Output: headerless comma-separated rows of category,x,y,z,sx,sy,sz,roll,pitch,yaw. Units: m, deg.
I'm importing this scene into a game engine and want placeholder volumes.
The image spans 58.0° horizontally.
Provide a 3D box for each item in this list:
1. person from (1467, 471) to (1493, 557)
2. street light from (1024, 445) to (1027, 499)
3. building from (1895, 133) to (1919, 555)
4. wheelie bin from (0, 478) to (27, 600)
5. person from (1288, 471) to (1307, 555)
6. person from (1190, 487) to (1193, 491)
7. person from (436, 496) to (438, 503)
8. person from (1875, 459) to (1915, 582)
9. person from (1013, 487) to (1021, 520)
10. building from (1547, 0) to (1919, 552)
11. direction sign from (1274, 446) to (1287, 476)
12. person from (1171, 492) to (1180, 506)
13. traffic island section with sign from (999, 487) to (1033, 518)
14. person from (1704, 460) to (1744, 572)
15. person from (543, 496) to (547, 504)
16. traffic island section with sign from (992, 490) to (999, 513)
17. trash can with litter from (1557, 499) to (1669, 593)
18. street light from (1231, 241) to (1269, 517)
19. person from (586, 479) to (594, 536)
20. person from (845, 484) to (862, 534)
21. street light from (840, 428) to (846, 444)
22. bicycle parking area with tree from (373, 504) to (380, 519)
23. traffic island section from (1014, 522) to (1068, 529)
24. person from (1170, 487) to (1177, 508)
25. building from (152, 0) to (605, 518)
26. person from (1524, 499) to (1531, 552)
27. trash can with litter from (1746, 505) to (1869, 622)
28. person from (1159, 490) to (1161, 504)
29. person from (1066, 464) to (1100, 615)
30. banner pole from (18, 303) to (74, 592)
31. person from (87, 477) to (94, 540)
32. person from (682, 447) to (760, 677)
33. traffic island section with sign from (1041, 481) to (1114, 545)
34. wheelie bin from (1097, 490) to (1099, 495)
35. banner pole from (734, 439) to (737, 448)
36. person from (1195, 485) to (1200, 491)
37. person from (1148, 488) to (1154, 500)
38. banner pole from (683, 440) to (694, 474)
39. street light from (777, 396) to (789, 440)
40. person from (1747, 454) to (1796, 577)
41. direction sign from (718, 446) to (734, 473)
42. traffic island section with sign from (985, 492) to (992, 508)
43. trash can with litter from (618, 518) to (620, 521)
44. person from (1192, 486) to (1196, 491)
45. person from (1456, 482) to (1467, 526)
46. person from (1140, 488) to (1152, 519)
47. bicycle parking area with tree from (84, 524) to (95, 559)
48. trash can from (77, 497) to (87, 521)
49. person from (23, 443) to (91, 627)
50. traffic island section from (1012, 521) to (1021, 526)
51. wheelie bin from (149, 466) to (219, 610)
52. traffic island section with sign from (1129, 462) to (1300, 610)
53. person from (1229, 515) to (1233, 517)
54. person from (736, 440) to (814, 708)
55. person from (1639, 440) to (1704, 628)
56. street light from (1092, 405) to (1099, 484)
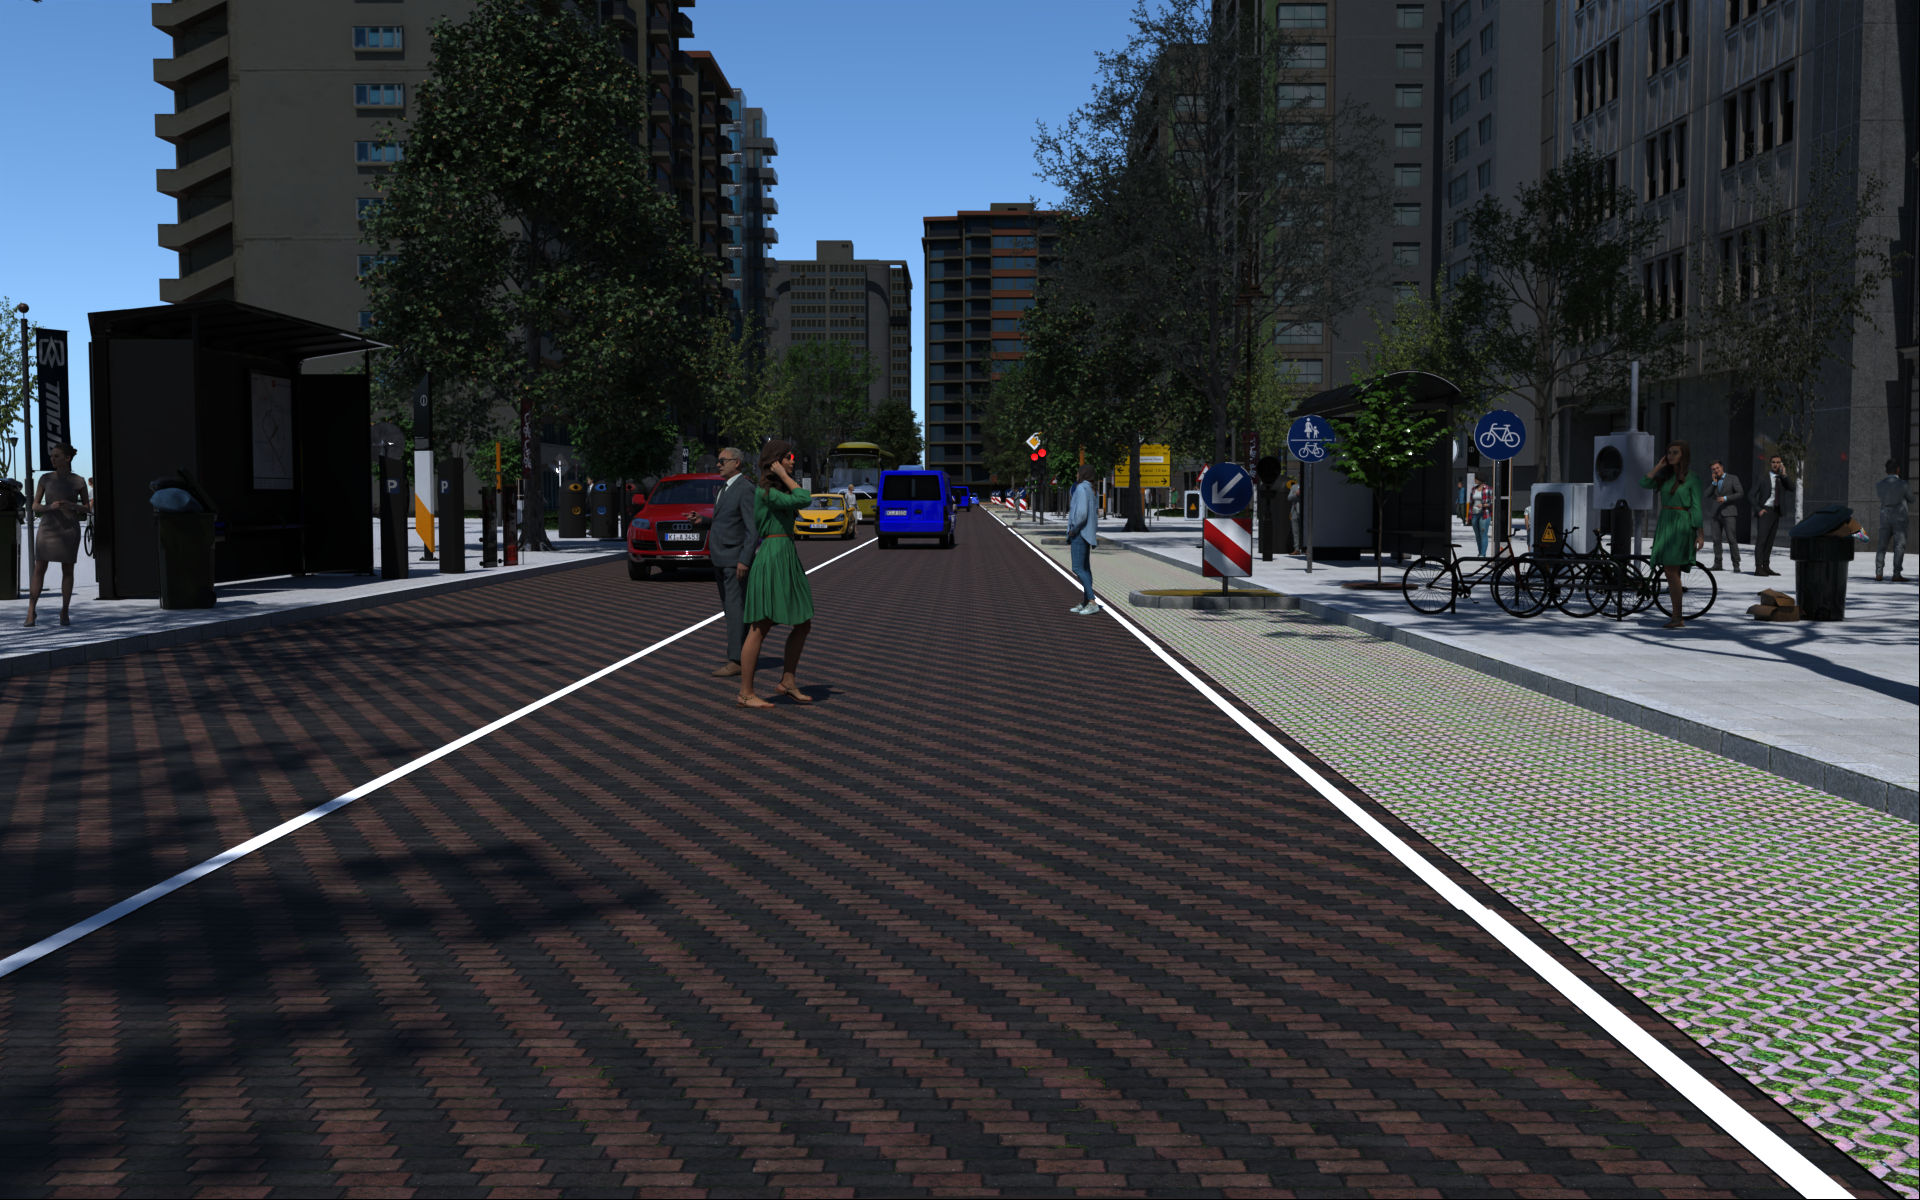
person,10.097,-1.628,33.495,0.643,1.720,0.563,-3,4,-37
street light,5.765,-11.110,154.441,0.468,5.910,1.993,0,4,0
building,25.007,-9.987,27.917,10.561,19.102,19.286,0,4,0
wheelie bin,-11.759,-0.806,21.082,0.693,1.594,0.980,-1,4,-23
person,7.098,-1.832,36.177,0.511,1.800,0.466,2,4,25
person,17.674,-7.674,131.857,0.601,1.785,0.444,-1,4,-23
person,-20.458,-3.819,68.881,0.661,1.777,0.834,-2,4,-25
person,13.752,-1.177,25.472,0.511,1.800,0.466,3,5,41
person,3.136,-5.355,96.229,0.466,1.800,0.511,-1,4,-11
building,25.590,-14.024,47.313,12.078,24.808,19.932,0,4,0
direction sign,14.958,-5.481,81.614,0.379,3.537,0.876,2,4,30
person,18.768,-8.855,150.947,0.709,1.813,0.853,-1,4,-9
traffic island section with sign,3.548,-5.885,104.851,1.989,1.847,2.006,0,4,0
person,12.656,-1.399,28.725,0.447,1.846,0.655,-3,4,-38
person,-19.224,-4.463,79.403,0.661,1.777,0.834,2,4,33
traffic island section with sign,3.658,-7.548,132.039,1.989,1.847,2.006,0,4,0
trash can with litter,8.684,-0.748,23.291,1.678,1.210,2.233,2,4,34
street light,5.311,-3.616,31.914,0.468,5.910,1.993,0,4,0
person,-11.346,-2.910,53.400,0.659,1.850,0.755,3,5,42
person,-3.902,-3.261,62.177,0.694,1.780,0.624,-2,4,-29
street light,-7.966,-8.902,118.330,0.468,5.910,1.993,0,4,0
bicycle parking area with tree,-33.254,-6.166,87.819,9.016,4.147,8.231,1,4,15
traffic island section,3.405,-3.028,71.783,2.009,0.180,2.903,0,4,0
person,15.396,-7.217,124.286,0.600,1.795,0.529,3,5,41
building,-34.081,-29.308,102.889,21.300,48.544,21.600,0,4,0
person,10.796,-1.344,32.694,0.332,1.250,0.352,2,4,24
trash can with litter,8.568,-0.376,17.527,1.055,1.170,0.624,-1,4,-18
person,18.540,-9.418,160.950,0.530,1.710,0.541,1,4,15
person,1.509,-0.740,20.863,0.793,1.790,0.793,-1,4,-15
banner pole,-12.184,-2.020,23.040,0.401,3.779,0.863,2,4,26
person,-24.545,-2.582,48.833,0.524,1.755,0.480,-1,4,-20
person,-1.875,-0.313,13.796,0.590,1.801,0.661,-2,4,-33
traffic island section with sign,3.316,-2.484,49.237,1.989,1.847,2.006,0,4,0
wheelie bin,9.552,-7.048,123.150,0.980,1.594,0.693,0,4,-2
banner pole,-10.283,-5.462,79.313,0.401,3.779,0.863,-1,4,-16
person,14.588,-6.146,106.440,0.656,1.842,0.836,0,4,4
person,17.345,-9.418,159.970,1.348,1.831,0.705,0,4,0
banner pole,-12.493,-5.477,79.562,0.863,3.779,0.401,-2,4,-32
street light,-8.148,-6.553,79.928,0.468,5.910,1.993,0,4,0
person,12.737,-1.330,27.155,0.648,1.900,0.474,-1,4,-19
direction sign,-10.898,-5.453,81.161,0.876,3.537,0.379,0,4,2
traffic island section with sign,3.849,-10.575,181.522,1.989,1.847,2.006,0,4,0
trash can with litter,-16.055,-4.408,83.121,1.678,1.210,2.233,2,4,25
person,15.497,-6.615,114.293,0.694,1.812,0.767,-2,4,-26
person,20.351,-3.897,70.110,0.444,1.785,0.601,-1,4,-10
person,9.591,-5.121,89.619,0.661,1.843,0.795,0,4,5
bicycle parking area with tree,-19.944,-3.026,36.473,8.231,4.147,9.016,-1,4,-10
trash can,-41.444,-4.277,81.583,0.748,1.137,0.748,0,3,0
person,-8.812,-0.642,16.888,0.599,1.781,0.374,-1,4,-23
traffic island section,3.437,-3.516,79.768,2.009,0.180,2.903,0,4,0
wheelie bin,-8.712,-0.705,19.432,0.693,1.594,0.980,-2,4,-29
traffic island section with sign,3.209,-0.835,22.282,1.989,1.847,2.006,0,4,0
person,7.085,-2.464,46.132,0.655,1.846,0.447,1,4,16
person,-1.249,-0.178,11.664,0.529,1.795,0.600,0,4,-7
person,6.828,-0.624,16.485,0.529,1.795,0.600,-3,5,-44
street light,5.406,-5.965,70.316,0.468,5.910,1.993,0,4,0
